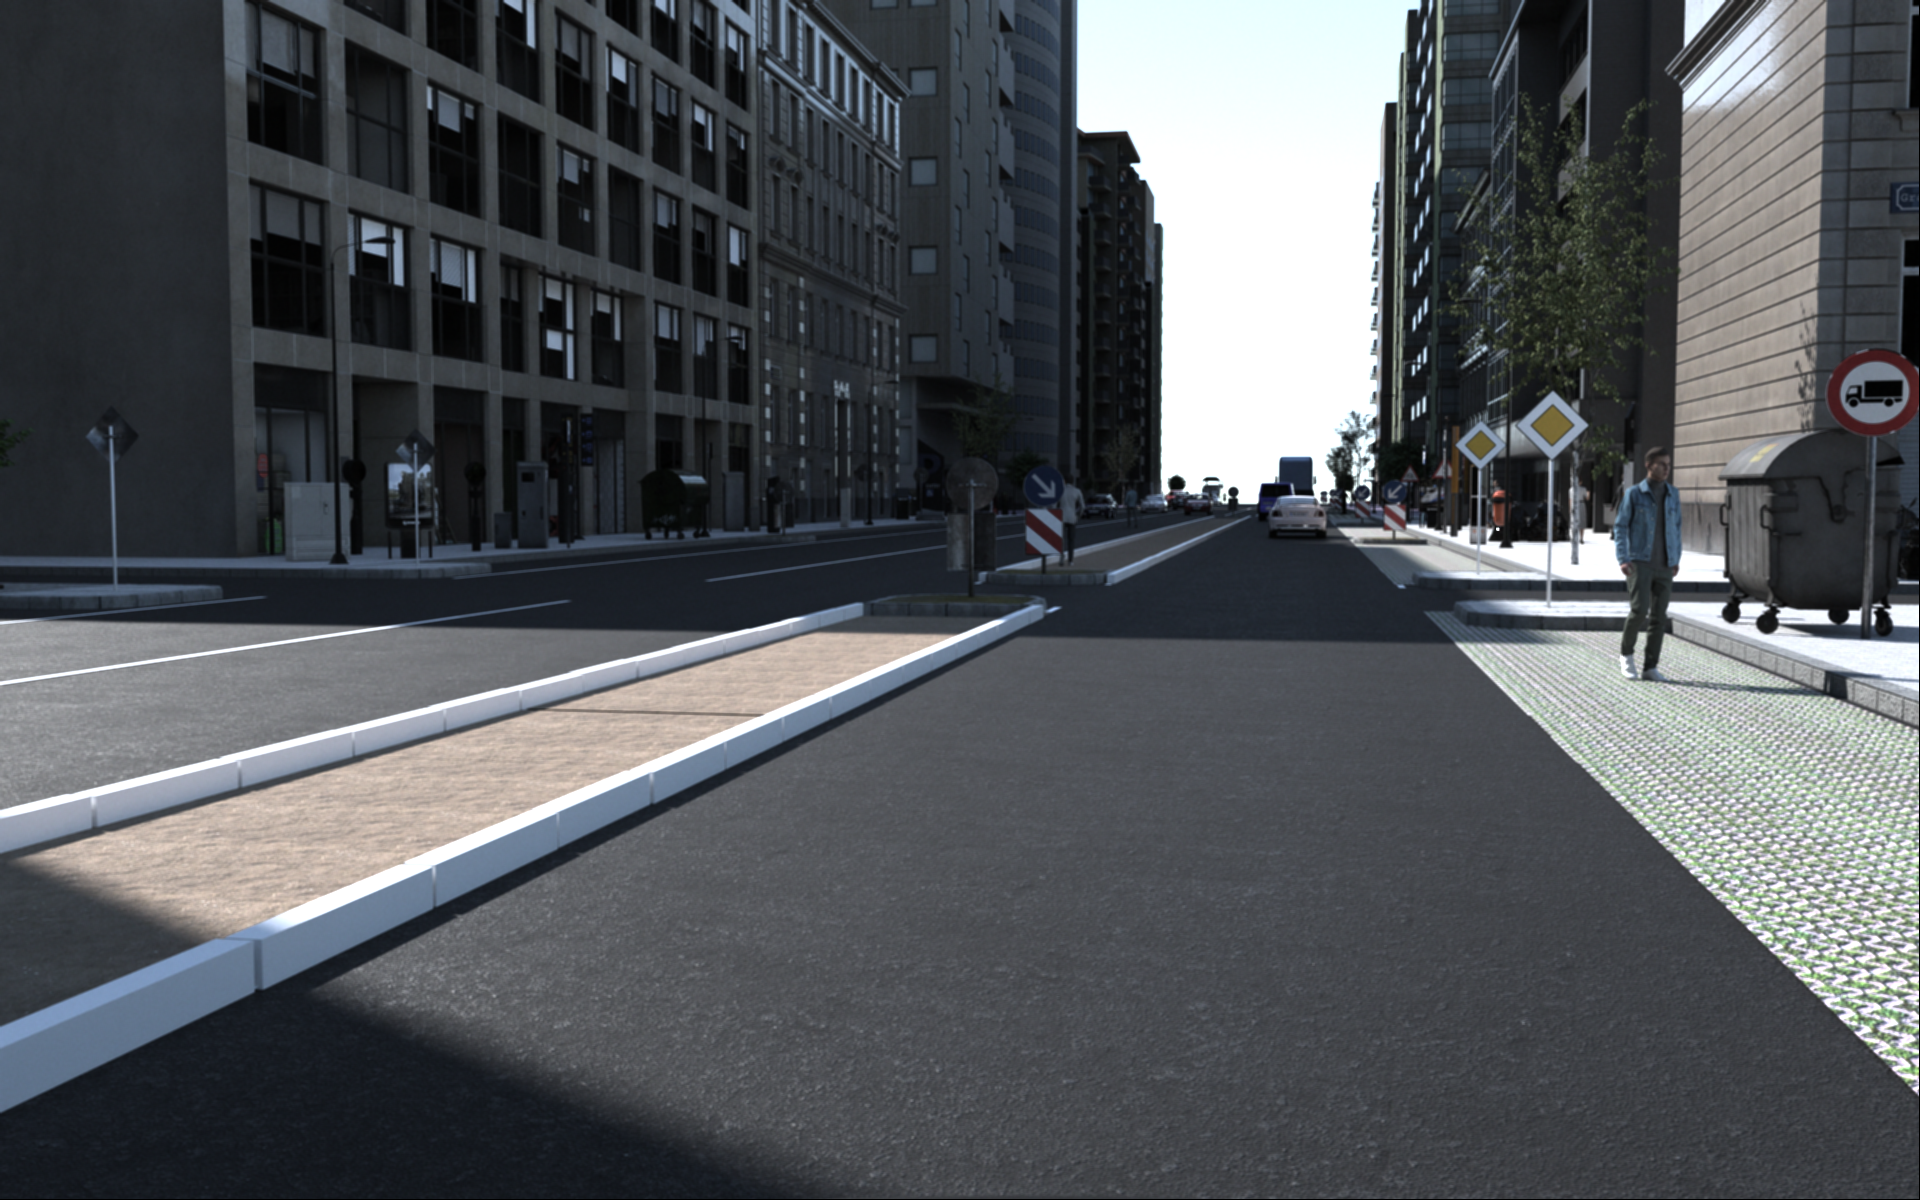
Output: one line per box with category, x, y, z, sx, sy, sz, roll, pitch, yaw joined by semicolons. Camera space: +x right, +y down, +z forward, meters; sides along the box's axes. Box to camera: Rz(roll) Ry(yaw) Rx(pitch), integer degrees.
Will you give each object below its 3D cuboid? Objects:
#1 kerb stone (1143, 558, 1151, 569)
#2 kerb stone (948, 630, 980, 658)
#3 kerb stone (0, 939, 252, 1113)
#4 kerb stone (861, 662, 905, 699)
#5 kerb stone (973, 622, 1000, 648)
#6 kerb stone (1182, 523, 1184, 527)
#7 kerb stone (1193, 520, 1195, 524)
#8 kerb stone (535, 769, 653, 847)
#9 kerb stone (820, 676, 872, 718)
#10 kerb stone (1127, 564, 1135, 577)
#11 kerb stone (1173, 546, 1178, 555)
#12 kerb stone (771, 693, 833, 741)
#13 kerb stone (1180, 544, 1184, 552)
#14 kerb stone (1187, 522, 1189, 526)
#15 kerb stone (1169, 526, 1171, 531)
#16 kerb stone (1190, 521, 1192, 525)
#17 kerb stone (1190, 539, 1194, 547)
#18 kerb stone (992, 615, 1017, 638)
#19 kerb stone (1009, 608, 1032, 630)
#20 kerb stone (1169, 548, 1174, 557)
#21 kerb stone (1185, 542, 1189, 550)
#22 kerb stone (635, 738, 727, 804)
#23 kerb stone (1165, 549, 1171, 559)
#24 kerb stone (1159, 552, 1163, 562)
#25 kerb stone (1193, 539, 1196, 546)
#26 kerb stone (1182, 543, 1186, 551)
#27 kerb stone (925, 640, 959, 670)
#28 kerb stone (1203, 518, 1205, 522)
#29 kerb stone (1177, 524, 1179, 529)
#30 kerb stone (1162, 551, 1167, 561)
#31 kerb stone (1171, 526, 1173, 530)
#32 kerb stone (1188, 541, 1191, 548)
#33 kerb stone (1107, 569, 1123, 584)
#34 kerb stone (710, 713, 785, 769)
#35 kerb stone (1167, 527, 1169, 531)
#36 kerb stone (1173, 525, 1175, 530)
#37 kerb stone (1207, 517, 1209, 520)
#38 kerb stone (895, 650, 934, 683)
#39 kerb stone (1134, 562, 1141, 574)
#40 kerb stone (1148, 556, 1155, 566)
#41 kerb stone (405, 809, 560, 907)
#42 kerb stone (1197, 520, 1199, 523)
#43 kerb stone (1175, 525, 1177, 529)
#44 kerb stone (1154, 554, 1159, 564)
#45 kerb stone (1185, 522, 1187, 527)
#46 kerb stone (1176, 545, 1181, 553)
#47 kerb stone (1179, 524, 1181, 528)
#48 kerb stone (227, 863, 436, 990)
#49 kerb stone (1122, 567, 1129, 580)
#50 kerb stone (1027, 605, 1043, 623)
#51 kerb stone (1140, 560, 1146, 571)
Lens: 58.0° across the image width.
kerb stone;3.504;-0.665;33.142;0.120;0.150;1.000;1;4;11
kerb stone;0.010;0.407;15.539;0.120;0.150;1.000;1;4;11
kerb stone;-2.184;1.082;4.500;0.120;0.150;1.000;1;4;11
kerb stone;-0.585;0.591;12.530;0.120;0.150;1.000;1;4;11
kerb stone;0.210;0.346;16.541;0.120;0.150;1.000;1;4;11
kerb stone;9.208;-3.093;72.790;0.120;0.150;1.000;1;4;11
kerb stone;10.612;-3.521;79.841;0.120;0.150;1.000;1;4;11
kerb stone;-1.586;0.898;7.510;0.120;0.150;1.000;1;4;11
kerb stone;-0.780;0.653;11.525;0.120;0.150;1.000;1;4;11
kerb stone;2.898;-0.484;30.116;0.120;0.150;1.000;1;4;11
kerb stone;4.893;-1.099;40.170;0.120;0.150;1.000;1;4;11
kerb stone;-0.982;0.715;10.523;0.120;0.150;1.000;1;4;11
kerb stone;5.292;-1.222;42.180;0.120;0.150;1.000;1;4;11
kerb stone;9.803;-3.279;75.806;0.120;0.150;1.000;1;4;11
kerb stone;7.804;-2.664;65.752;0.120;0.150;1.000;1;4;11
kerb stone;10.208;-3.402;77.818;0.120;0.150;1.000;1;4;11
kerb stone;6.087;-1.467;46.207;0.120;0.150;1.000;1;4;11
kerb stone;0.410;0.284;17.550;0.120;0.150;1.000;1;4;11
kerb stone;0.606;0.222;18.559;0.120;0.150;1.000;1;4;11
kerb stone;4.686;-1.038;39.169;0.120;0.150;1.000;1;4;11
kerb stone;5.690;-1.345;44.189;0.120;0.150;1.000;1;4;11
kerb stone;-1.376;0.837;8.511;0.120;0.150;1.000;1;4;11
kerb stone;4.488;-0.977;38.166;0.120;0.150;1.000;1;4;11
kerb stone;4.094;-0.847;36.153;0.120;0.150;1.000;1;4;11
kerb stone;6.284;-1.528;47.216;0.120;0.150;1.000;1;4;11
kerb stone;5.487;-1.281;43.187;0.120;0.150;1.000;1;4;11
kerb stone;-0.189;0.470;14.536;0.120;0.150;1.000;1;4;11
kerb stone;12.201;-4.013;87.874;0.120;0.150;1.000;1;4;11
kerb stone;8.613;-2.909;69.773;0.120;0.150;1.000;1;4;11
kerb stone;4.290;-0.908;37.157;0.120;0.150;1.000;1;4;11
kerb stone;8.015;-2.726;66.760;0.120;0.150;1.000;1;4;11
kerb stone;5.880;-1.407;45.199;0.120;0.150;1.000;1;4;11
kerb stone;2.500;-0.362;28.111;0.120;0.150;1.000;1;4;11
kerb stone;-1.179;0.776;9.514;0.120;0.150;1.000;1;4;11
kerb stone;7.615;-2.603;64.748;0.120;0.150;1.000;1;4;11
kerb stone;8.216;-2.787;67.762;0.120;0.150;1.000;1;4;11
kerb stone;12.983;-4.263;91.894;0.120;0.150;1.000;1;4;11
kerb stone;-0.388;0.530;13.533;0.120;0.150;1.000;1;4;11
kerb stone;3.098;-0.546;31.118;0.120;0.150;1.000;1;4;11
kerb stone;3.691;-0.731;34.147;0.120;0.150;1.000;1;4;11
kerb stone;-1.778;0.960;6.504;0.120;0.150;1.000;1;4;11
kerb stone;11.201;-3.710;82.852;0.120;0.150;1.000;1;4;11
kerb stone;8.418;-2.848;68.764;0.120;0.150;1.000;1;4;11
kerb stone;3.888;-0.792;35.150;0.120;0.150;1.000;1;4;11
kerb stone;9.609;-3.217;74.798;0.120;0.150;1.000;1;4;11
kerb stone;5.091;-1.161;41.174;0.120;0.150;1.000;1;4;11
kerb stone;8.815;-2.970;70.780;0.120;0.150;1.000;1;4;11
kerb stone;-1.976;1.024;5.501;0.120;0.150;1.000;1;4;11
kerb stone;2.696;-0.423;29.114;0.120;0.150;1.000;1;4;11
kerb stone;0.810;0.163;19.561;0.120;0.150;1.000;1;4;11
kerb stone;3.300;-0.607;32.120;0.120;0.150;1.000;1;4;11
